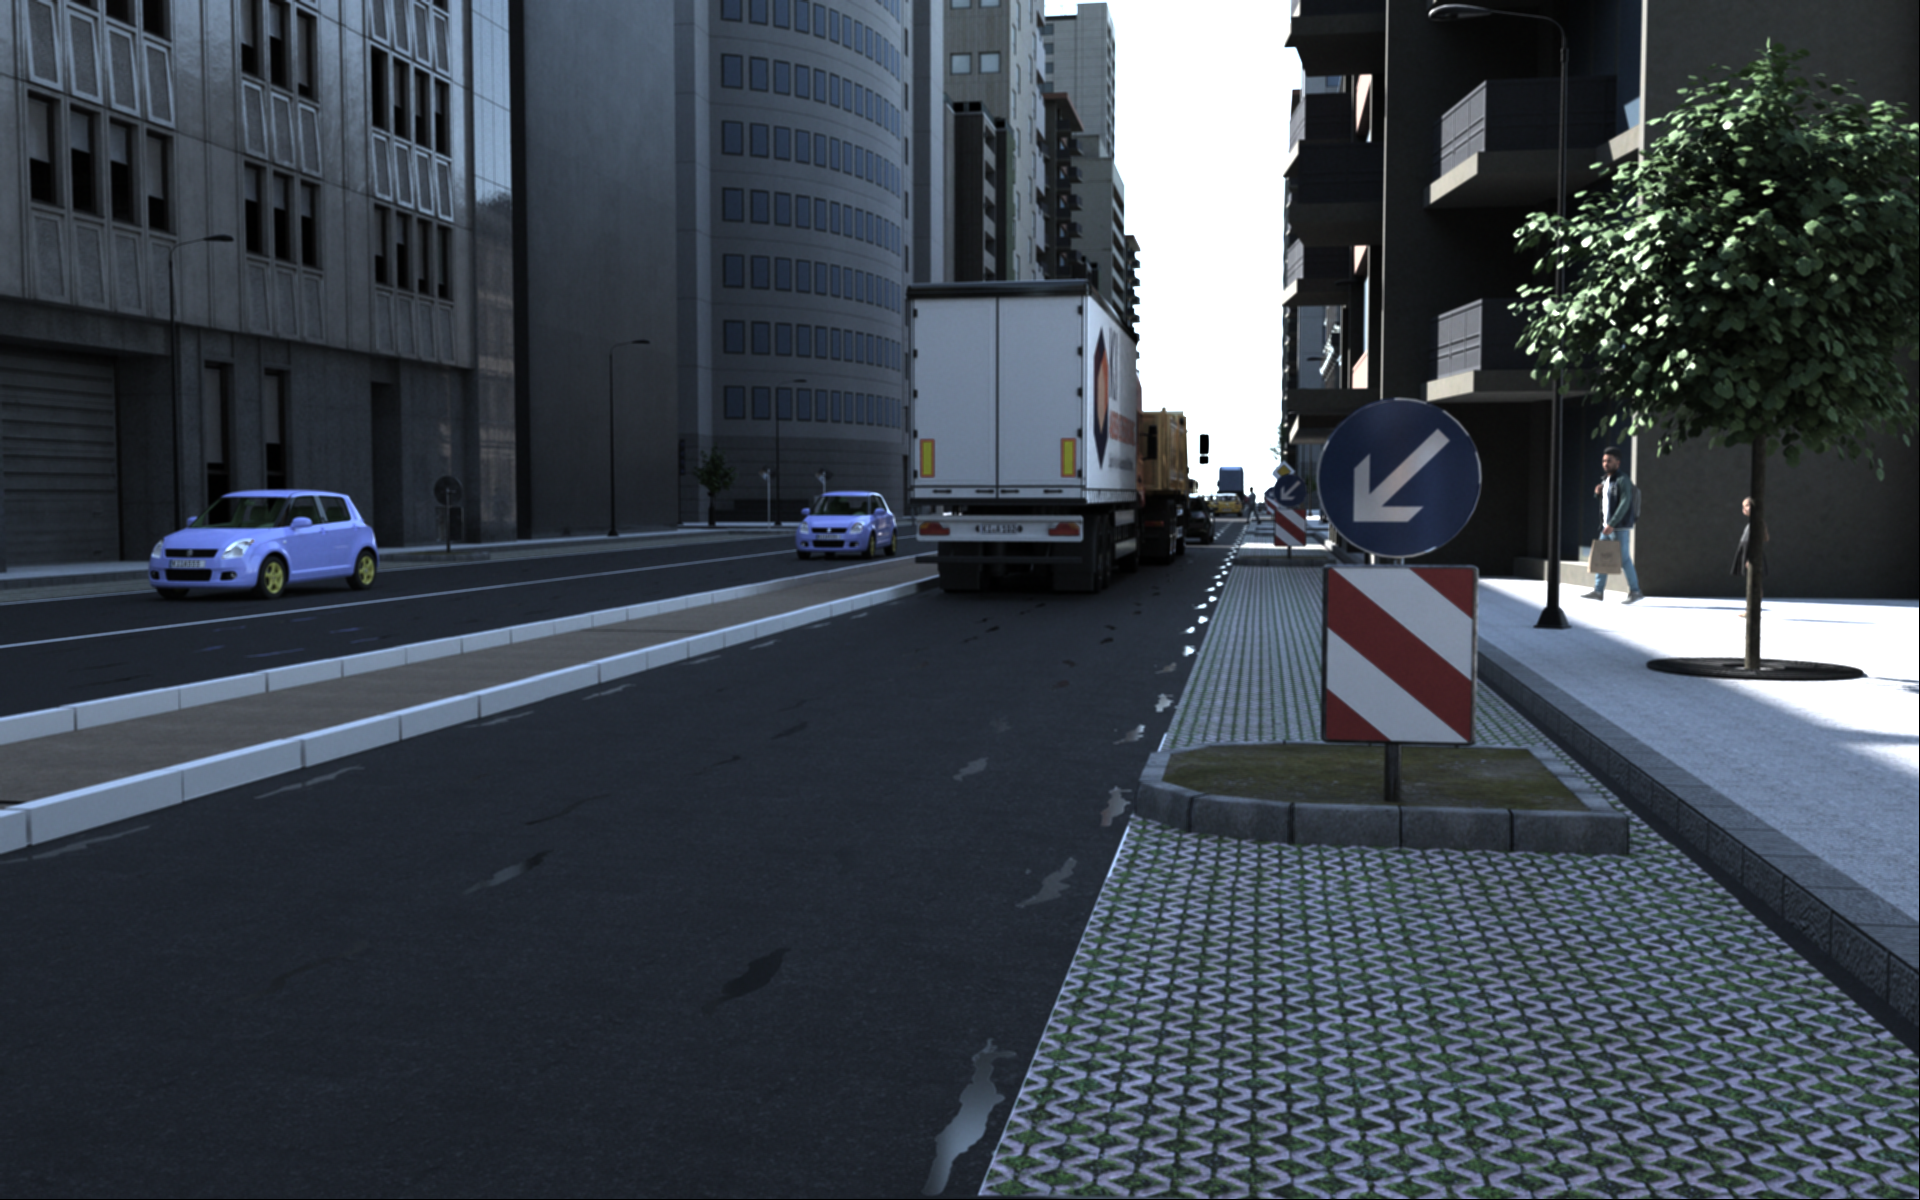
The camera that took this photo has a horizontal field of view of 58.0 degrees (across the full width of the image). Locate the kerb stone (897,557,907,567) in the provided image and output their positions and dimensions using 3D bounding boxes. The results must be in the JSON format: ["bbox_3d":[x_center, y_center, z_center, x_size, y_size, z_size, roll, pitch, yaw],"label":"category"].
[{"bbox_3d":[-1.248,-0.732,34.175,0.120,0.150,1.000,1,4,10],"label":"kerb stone"}]

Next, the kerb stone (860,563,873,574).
[{"bbox_3d":[-1.784,-0.547,31.143,0.120,0.150,1.000,1,4,10],"label":"kerb stone"}]

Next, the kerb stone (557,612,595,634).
[{"bbox_3d":[-4.072,0.260,18.009,0.120,0.150,1.000,1,4,10],"label":"kerb stone"}]

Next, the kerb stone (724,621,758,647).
[{"bbox_3d":[-2.169,0.339,16.658,0.120,0.150,1.000,1,4,10],"label":"kerb stone"}]

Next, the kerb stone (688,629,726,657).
[{"bbox_3d":[-2.345,0.400,15.649,0.120,0.150,1.000,1,4,10],"label":"kerb stone"}]

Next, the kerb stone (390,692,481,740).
[{"bbox_3d":[-3.228,0.714,10.596,0.120,0.150,1.000,1,4,10],"label":"kerb stone"}]

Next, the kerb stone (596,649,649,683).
[{"bbox_3d":[-2.698,0.524,13.630,0.120,0.150,1.000,1,4,10],"label":"kerb stone"}]

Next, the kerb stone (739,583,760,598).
[{"bbox_3d":[-3.013,-0.114,24.057,0.120,0.150,1.000,1,4,10],"label":"kerb stone"}]

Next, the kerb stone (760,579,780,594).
[{"bbox_3d":[-2.835,-0.172,25.071,0.120,0.150,1.000,1,4,10],"label":"kerb stone"}]

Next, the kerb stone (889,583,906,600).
[{"bbox_3d":[-0.930,-0.091,23.757,0.120,0.150,1.000,1,4,10],"label":"kerb stone"}]

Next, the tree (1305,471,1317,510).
[{"bbox_3d":[28.785,-9.081,143.081,1.663,3.219,1.824,0,3,0],"label":"tree"}]

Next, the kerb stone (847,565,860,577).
[{"bbox_3d":[-1.961,-0.484,30.120,0.120,0.150,1.000,1,4,10],"label":"kerb stone"}]

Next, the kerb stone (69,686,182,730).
[{"bbox_3d":[-5.299,0.688,10.947,0.120,0.150,1.000,1,4,10],"label":"kerb stone"}]

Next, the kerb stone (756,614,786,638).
[{"bbox_3d":[-1.994,0.277,17.676,0.120,0.150,1.000,1,4,10],"label":"kerb stone"}]

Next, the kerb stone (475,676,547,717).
[{"bbox_3d":[-3.044,0.652,11.603,0.120,0.150,1.000,1,4,10],"label":"kerb stone"}]

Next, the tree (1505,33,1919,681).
[{"bbox_3d":[5.808,-1.753,12.381,4.285,4.588,4.351,0,3,0],"label":"tree"}]

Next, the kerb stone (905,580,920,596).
[{"bbox_3d":[-0.758,-0.157,24.764,0.120,0.150,1.000,1,4,10],"label":"kerb stone"}]

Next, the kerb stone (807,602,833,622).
[{"bbox_3d":[-1.653,0.154,19.697,0.120,0.150,1.000,1,4,10],"label":"kerb stone"}]

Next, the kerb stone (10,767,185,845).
[{"bbox_3d":[-3.759,0.895,7.563,0.120,0.150,1.000,1,4,10],"label":"kerb stone"}]

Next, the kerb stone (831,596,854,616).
[{"bbox_3d":[-1.468,0.091,20.714,0.120,0.150,1.000,1,4,10],"label":"kerb stone"}]

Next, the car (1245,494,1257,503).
[{"bbox_3d":[38.348,-13.509,229.913,2.155,1.783,4.494,1,4,11],"label":"car"}]

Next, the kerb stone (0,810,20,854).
[{"bbox_3d":[-3.939,0.960,6.554,0.120,0.150,1.000,1,4,10],"label":"kerb stone"}]

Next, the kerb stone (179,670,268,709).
[{"bbox_3d":[-5.132,0.630,11.956,0.120,0.150,1.000,1,4,10],"label":"kerb stone"}]

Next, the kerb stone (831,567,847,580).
[{"bbox_3d":[-2.126,-0.418,29.103,0.120,0.150,1.000,1,4,10],"label":"kerb stone"}]

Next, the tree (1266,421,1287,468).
[{"bbox_3d":[43.798,-18.455,227.494,9.928,11.665,9.643,0,3,0],"label":"tree"}]

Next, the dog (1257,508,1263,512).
[{"bbox_3d":[23.645,-7.092,136.149,0.550,0.427,0.748,1,4,10],"label":"dog"}]

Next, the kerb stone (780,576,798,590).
[{"bbox_3d":[-2.670,-0.238,26.080,0.120,0.150,1.000,1,4,10],"label":"kerb stone"}]

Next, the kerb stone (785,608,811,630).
[{"bbox_3d":[-1.823,0.219,18.686,0.120,0.150,1.000,1,4,10],"label":"kerb stone"}]

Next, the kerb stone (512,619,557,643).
[{"bbox_3d":[-4.243,0.318,17.000,0.120,0.150,1.000,1,4,10],"label":"kerb stone"}]

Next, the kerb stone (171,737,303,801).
[{"bbox_3d":[-3.592,0.835,8.572,0.120,0.150,1.000,1,4,10],"label":"kerb stone"}]

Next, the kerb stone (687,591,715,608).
[{"bbox_3d":[-3.368,0.009,22.043,0.120,0.150,1.000,1,4,10],"label":"kerb stone"}]

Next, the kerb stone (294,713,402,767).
[{"bbox_3d":[-3.403,0.775,9.581,0.120,0.150,1.000,1,4,10],"label":"kerb stone"}]

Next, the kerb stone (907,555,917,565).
[{"bbox_3d":[-1.080,-0.792,35.185,0.120,0.150,1.000,1,4,10],"label":"kerb stone"}]

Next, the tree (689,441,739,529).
[{"bbox_3d":[-8.898,-4.224,63.670,1.663,3.219,1.824,0,3,0],"label":"tree"}]

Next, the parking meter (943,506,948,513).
[{"bbox_3d":[-0.984,-6.957,119.461,0.255,1.863,0.399,2,4,29],"label":"parking meter"}]

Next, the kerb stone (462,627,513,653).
[{"bbox_3d":[-4.423,0.382,15.994,0.120,0.150,1.000,1,4,10],"label":"kerb stone"}]

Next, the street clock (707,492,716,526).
[{"bbox_3d":[-10.062,-4.009,70.112,0.358,2.002,0.471,2,4,28],"label":"street clock"}]

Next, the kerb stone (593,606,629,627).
[{"bbox_3d":[-3.897,0.194,19.016,0.120,0.150,1.000,1,4,10],"label":"kerb stone"}]

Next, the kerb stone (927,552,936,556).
[{"bbox_3d":[-0.720,-0.918,37.210,0.120,0.150,1.000,1,4,10],"label":"kerb stone"}]

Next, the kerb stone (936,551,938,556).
[{"bbox_3d":[-0.542,-0.980,38.219,0.120,0.150,1.000,1,4,10],"label":"kerb stone"}]

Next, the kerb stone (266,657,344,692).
[{"bbox_3d":[-4.948,0.564,12.967,0.120,0.150,1.000,1,4,10],"label":"kerb stone"}]

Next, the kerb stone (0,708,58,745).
[{"bbox_3d":[-5.476,0.754,9.940,0.120,0.150,1.000,1,4,10],"label":"kerb stone"}]

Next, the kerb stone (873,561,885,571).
[{"bbox_3d":[-1.604,-0.606,32.149,0.120,0.150,1.000,1,4,10],"label":"kerb stone"}]

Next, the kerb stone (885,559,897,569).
[{"bbox_3d":[-1.426,-0.671,33.161,0.120,0.150,1.000,1,4,10],"label":"kerb stone"}]

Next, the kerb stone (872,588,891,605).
[{"bbox_3d":[-1.108,-0.033,22.735,0.120,0.150,1.000,1,4,10],"label":"kerb stone"}]

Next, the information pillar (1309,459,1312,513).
[{"bbox_3d":[23.568,-7.654,116.503,0.183,3.616,0.504,0,4,5],"label":"information pillar"}]

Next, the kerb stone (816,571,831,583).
[{"bbox_3d":[-2.314,-0.361,28.098,0.120,0.150,1.000,1,4,10],"label":"kerb stone"}]

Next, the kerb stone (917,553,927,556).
[{"bbox_3d":[-0.898,-0.852,36.198,0.120,0.150,1.000,1,4,10],"label":"kerb stone"}]

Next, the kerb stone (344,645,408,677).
[{"bbox_3d":[-4.771,0.506,13.975,0.120,0.150,1.000,1,4,10],"label":"kerb stone"}]

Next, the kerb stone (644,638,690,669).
[{"bbox_3d":[-2.524,0.462,14.637,0.120,0.150,1.000,1,4,10],"label":"kerb stone"}]

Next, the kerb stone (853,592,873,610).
[{"bbox_3d":[-1.289,0.029,21.720,0.120,0.150,1.000,1,4,10],"label":"kerb stone"}]

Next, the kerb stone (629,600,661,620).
[{"bbox_3d":[-3.714,0.134,20.021,0.120,0.150,1.000,1,4,10],"label":"kerb stone"}]

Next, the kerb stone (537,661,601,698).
[{"bbox_3d":[-2.881,0.590,12.618,0.120,0.150,1.000,1,4,10],"label":"kerb stone"}]

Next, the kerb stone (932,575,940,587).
[{"bbox_3d":[-0.414,-0.280,26.780,0.120,0.150,1.000,1,4,10],"label":"kerb stone"}]

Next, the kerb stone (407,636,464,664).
[{"bbox_3d":[-4.601,0.441,14.983,0.120,0.150,1.000,1,4,10],"label":"kerb stone"}]

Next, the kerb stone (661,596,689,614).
[{"bbox_3d":[-3.542,0.074,21.029,0.120,0.150,1.000,1,4,10],"label":"kerb stone"}]

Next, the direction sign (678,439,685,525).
[{"bbox_3d":[-11.676,-4.893,72.002,0.379,3.537,0.876,-3,5,-40],"label":"direction sign"}]

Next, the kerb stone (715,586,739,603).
[{"bbox_3d":[-3.187,-0.052,23.049,0.120,0.150,1.000,1,4,10],"label":"kerb stone"}]

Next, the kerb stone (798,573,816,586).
[{"bbox_3d":[-2.484,-0.298,27.085,0.120,0.150,1.000,1,4,10],"label":"kerb stone"}]

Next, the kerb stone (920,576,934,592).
[{"bbox_3d":[-0.584,-0.214,25.772,0.120,0.150,1.000,1,4,10],"label":"kerb stone"}]
